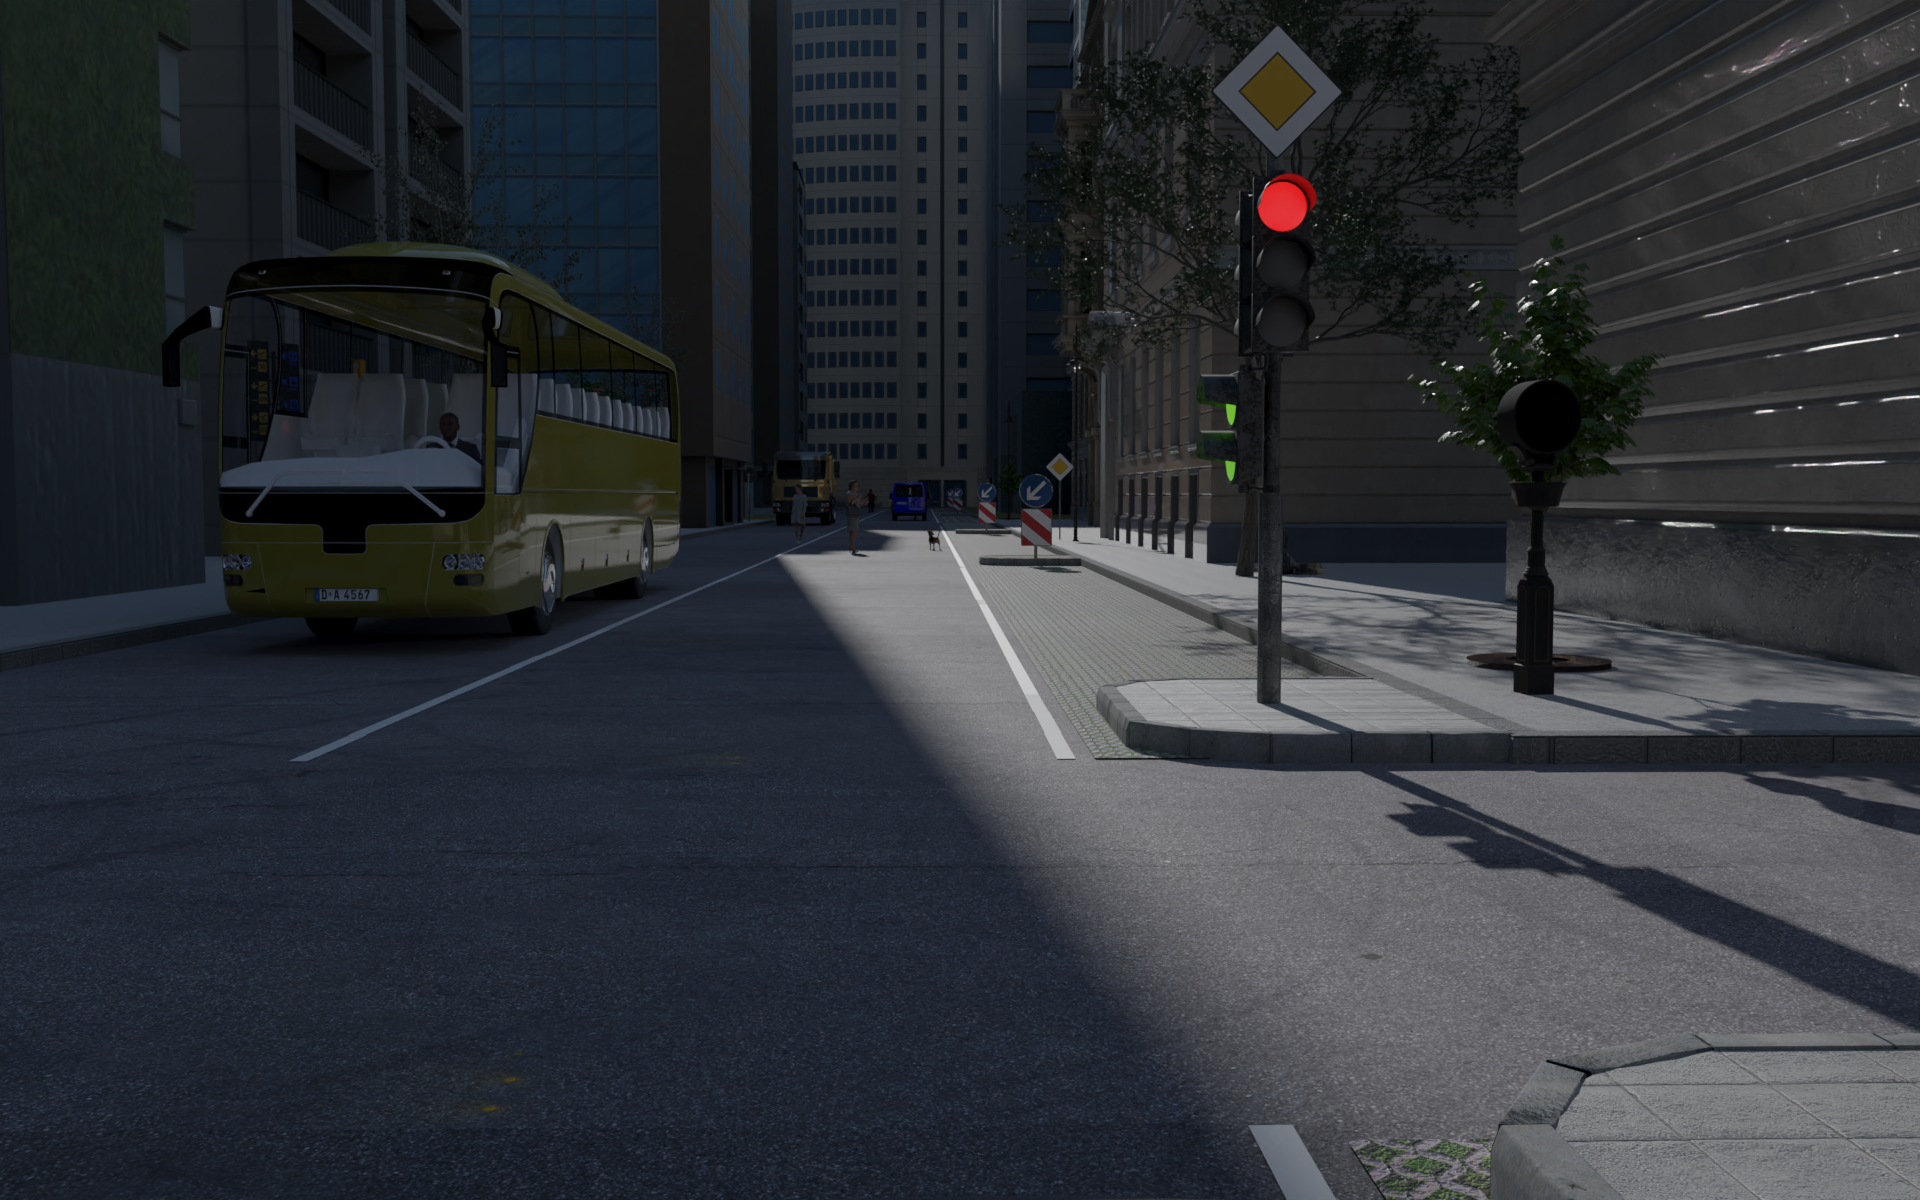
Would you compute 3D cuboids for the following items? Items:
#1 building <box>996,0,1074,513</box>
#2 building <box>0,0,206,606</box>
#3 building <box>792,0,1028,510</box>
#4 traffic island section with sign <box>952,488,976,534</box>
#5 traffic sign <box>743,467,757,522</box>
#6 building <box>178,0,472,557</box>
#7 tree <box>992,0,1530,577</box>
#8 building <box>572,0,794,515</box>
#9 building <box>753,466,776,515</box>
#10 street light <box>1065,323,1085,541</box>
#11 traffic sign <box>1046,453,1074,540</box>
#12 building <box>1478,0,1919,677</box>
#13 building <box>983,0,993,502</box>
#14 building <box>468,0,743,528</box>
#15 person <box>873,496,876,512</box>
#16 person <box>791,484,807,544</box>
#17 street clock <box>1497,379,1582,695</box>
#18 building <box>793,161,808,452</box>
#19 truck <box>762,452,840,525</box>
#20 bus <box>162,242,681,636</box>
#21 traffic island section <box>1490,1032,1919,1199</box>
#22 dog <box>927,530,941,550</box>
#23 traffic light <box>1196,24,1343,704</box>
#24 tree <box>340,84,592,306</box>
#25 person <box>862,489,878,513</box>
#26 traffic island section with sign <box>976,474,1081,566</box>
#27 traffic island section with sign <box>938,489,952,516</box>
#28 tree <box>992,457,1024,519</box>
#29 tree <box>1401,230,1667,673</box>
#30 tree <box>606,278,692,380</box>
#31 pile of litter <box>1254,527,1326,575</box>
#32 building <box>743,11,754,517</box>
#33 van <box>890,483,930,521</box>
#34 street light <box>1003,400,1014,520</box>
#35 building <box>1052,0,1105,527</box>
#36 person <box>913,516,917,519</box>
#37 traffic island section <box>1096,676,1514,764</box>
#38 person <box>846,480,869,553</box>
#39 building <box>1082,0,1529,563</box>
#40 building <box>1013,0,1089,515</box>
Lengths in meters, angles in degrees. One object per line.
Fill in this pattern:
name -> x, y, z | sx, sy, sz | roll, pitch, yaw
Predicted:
building -> 12.974, -36.050, 131.412 | 21.231, 58.520, 28.212 | 0, 4, -1
building -> -17.736, -20.374, 16.708 | 14.154, 41.232, 14.086 | 0, 4, -1
building -> -7.950, -38.991, 179.501 | 28.212, 58.520, 21.231 | 0, 4, -1
traffic island section with sign -> 0.830, -3.277, 62.200 | 1.989, 1.847, 2.006 | 0, 4, -1
traffic sign -> -9.850, -4.939, 80.855 | 0.768, 2.556, 0.104 | 1, 4, 8
building -> -21.952, -37.018, 43.491 | 20.563, 71.187, 20.611 | 0, 4, -1
tree -> 4.564, -5.626, 26.402 | 8.767, 10.594, 7.601 | -2, 4, -23
building -> -19.953, -29.341, 129.835 | 14.600, 45.320, 14.200 | 0, 4, -1
building -> -27.208, -25.618, 110.743 | 32.217, 40.220, 23.993 | 0, 4, -1
street light -> 3.144, -4.535, 46.930 | 0.468, 5.910, 1.993 | 0, 4, -1
traffic sign -> 2.790, -2.888, 48.396 | 0.795, 2.450, 0.064 | 0, 4, 4
building -> 15.890, -11.415, 15.521 | 19.941, 23.489, 11.050 | 0, 4, -1
building -> 9.448, -30.782, 153.398 | 14.600, 45.320, 14.200 | 0, 4, -1
building -> -16.160, -25.667, 69.768 | 14.600, 45.320, 14.200 | 0, 4, -1
person -> -7.089, -7.905, 141.009 | 0.557, 1.426, 1.065 | 2, 4, 34
person -> -4.674, -2.501, 50.134 | 0.466, 1.731, 0.760 | -1, 4, -10
street clock -> 3.695, -0.399, 11.096 | 0.471, 2.002, 0.358 | -1, 4, -10
building -> -20.654, -23.316, 152.914 | 14.107, 30.474, 14.160 | 0, 4, -1
truck -> -7.232, -5.213, 81.162 | 3.469, 3.379, 9.791 | 0, 4, -2
bus -> -5.451, -1.788, 20.779 | 2.896, 3.916, 12.252 | 0, 4, -1
traffic island section -> 2.093, 1.199, 2.675 | 2.009, 0.180, 2.903 | 0, 4, -1
dog -> -0.669, -1.526, 44.242 | 0.540, 0.507, 0.406 | 2, 4, 26
traffic light -> 1.882, -1.322, 10.543 | 0.839, 4.253, 0.868 | 0, 4, -1
tree -> -9.166, -5.005, 32.188 | 4.360, 8.622, 3.978 | 0, 3, 0
person -> -6.831, -7.554, 131.950 | 1.348, 1.831, 0.705 | -2, 4, -28
traffic island section with sign -> 1.393, -1.628, 35.251 | 1.989, 1.847, 2.006 | 0, 4, -1
traffic island section with sign -> -0.275, -6.391, 113.119 | 1.989, 1.847, 2.006 | 0, 4, -1
tree -> 2.445, -5.739, 88.431 | 1.663, 3.219, 1.824 | 0, 3, 0
tree -> 4.400, -1.109, 12.742 | 1.663, 3.219, 1.824 | 0, 3, 0
tree -> -11.084, -6.628, 58.733 | 4.360, 8.622, 3.978 | 0, 3, 0
pile of litter -> 5.326, -0.871, 28.203 | 1.176, 0.858, 1.719 | 0, 4, -2
building -> -18.803, -19.602, 92.201 | 14.160, 30.474, 14.107 | 0, 4, -1
van -> -2.735, -5.481, 93.994 | 2.240, 2.365, 5.245 | 0, 4, -1
street light -> 2.395, -6.864, 85.018 | 0.468, 5.910, 1.993 | 0, 4, -1
building -> 11.010, -15.260, 68.578 | 14.460, 24.649, 34.723 | 0, 4, -1
person -> -2.632, -5.252, 97.608 | 0.697, 1.427, 0.421 | 1, 4, 20
traffic island section -> 1.922, 0.711, 10.658 | 2.009, 0.180, 2.903 | 0, 4, -1
person -> -2.563, -2.057, 42.495 | 0.532, 1.782, 0.716 | 1, 4, 16
building -> 10.579, -15.606, 41.070 | 13.634, 28.700, 20.117 | 0, 4, -1
building -> 15.107, -48.208, 100.865 | 22.319, 86.520, 31.000 | 0, 4, -1
